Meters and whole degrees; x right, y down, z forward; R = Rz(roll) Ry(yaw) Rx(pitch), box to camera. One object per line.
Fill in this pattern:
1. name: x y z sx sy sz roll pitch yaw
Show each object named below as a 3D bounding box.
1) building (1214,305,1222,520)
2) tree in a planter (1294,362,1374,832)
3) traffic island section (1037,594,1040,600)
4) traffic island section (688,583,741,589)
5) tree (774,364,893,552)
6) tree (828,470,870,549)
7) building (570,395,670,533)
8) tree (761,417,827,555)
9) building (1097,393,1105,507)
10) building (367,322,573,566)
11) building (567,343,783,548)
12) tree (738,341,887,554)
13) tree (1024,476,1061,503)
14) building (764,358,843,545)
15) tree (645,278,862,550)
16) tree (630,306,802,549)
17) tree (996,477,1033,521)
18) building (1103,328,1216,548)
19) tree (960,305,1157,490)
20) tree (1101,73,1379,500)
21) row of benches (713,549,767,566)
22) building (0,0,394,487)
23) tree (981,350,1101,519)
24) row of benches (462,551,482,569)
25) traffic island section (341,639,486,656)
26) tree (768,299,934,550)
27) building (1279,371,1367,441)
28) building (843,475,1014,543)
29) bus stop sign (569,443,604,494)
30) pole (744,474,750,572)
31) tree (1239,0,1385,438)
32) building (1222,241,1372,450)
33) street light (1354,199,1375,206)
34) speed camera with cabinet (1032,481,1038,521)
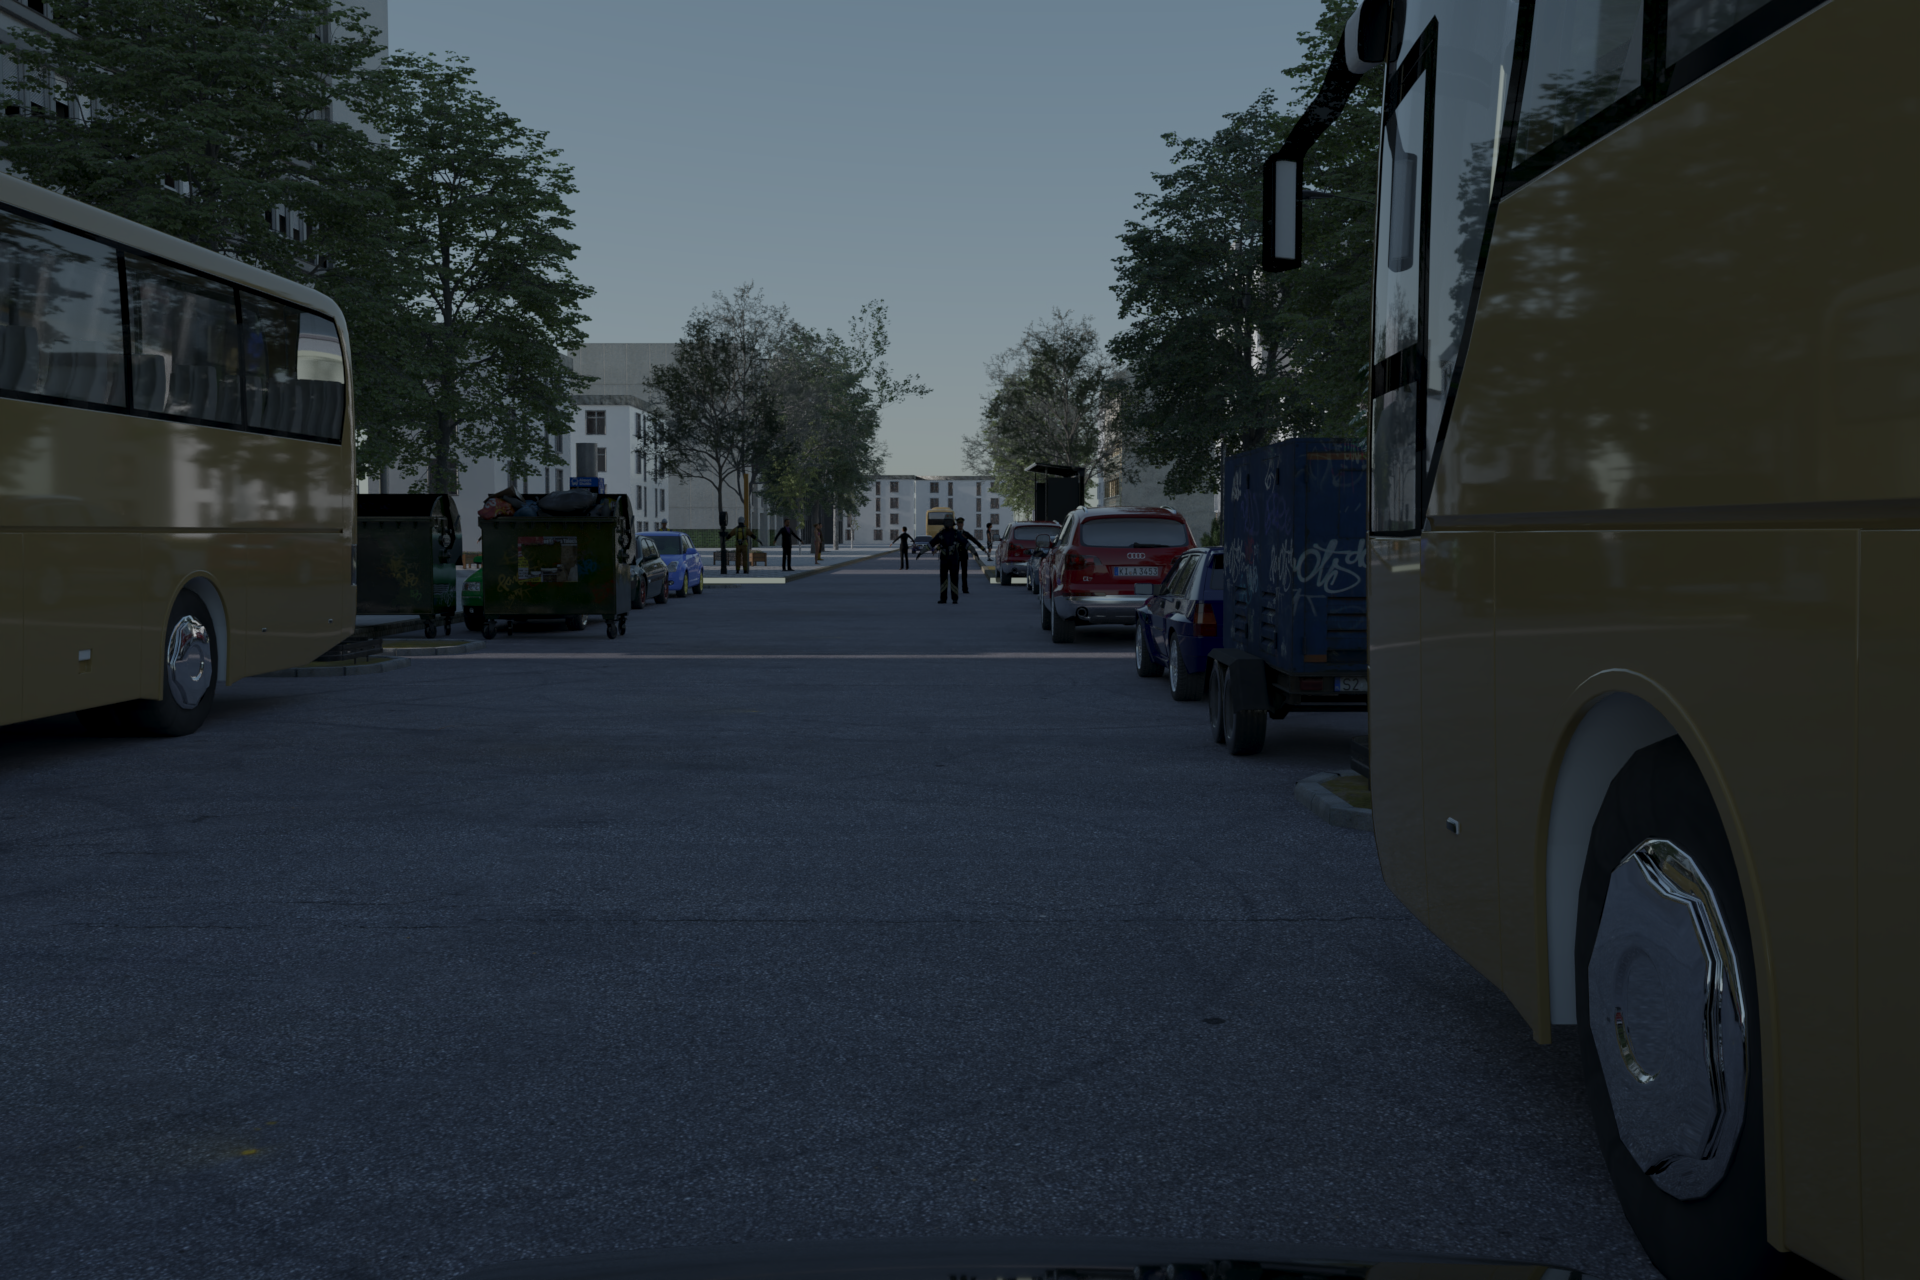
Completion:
1. building: 24.813 -16.887 132.522 16.016 20.090 11.380 0 3 0
2. tree in a planter: 2.809 -0.716 8.925 1.991 3.239 1.994 0 4 -1
3. traffic island section: 2.710 -0.941 38.248 1.991 0.108 1.994 0 4 0
4. traffic island section: -6.925 -1.446 46.516 1.991 0.108 1.994 0 3 0
5. tree: -9.899 -13.127 124.994 12.009 13.543 11.850 0 3 0
6. tree: -9.280 -12.312 151.658 4.360 8.622 3.978 0 3 0
7. building: -24.373 -10.792 118.591 9.099 9.664 28.070 0 4 0
8. tree: -10.043 -9.528 106.146 4.737 8.622 4.395 0 3 0
9. building: 23.069 -22.620 226.256 16.016 20.090 11.380 0 4 0
10. building: -23.019 -8.606 82.862 9.099 9.664 28.070 0 4 0
11. building: -27.966 -18.944 176.195 16.747 18.905 31.486 0 4 0
12. tree: -9.671 -12.680 113.976 9.857 13.997 8.962 0 3 0
13. tree: 5.918 -10.408 120.540 4.737 8.622 4.395 0 3 0
14. building: -29.627 -22.859 217.716 27.936 21.610 32.646 0 4 0
15. tree: -10.369 -10.624 84.076 12.009 13.543 11.850 0 3 0
16. tree: -10.111 -8.388 71.556 7.601 10.594 8.767 -1 4 -9
17. tree: 5.149 -12.570 155.880 4.360 8.622 3.978 0 3 0
18. building: 24.447 -20.928 173.107 19.493 23.208 18.063 0 4 0
19. tree: 5.578 -11.126 92.281 12.009 13.543 11.850 0 3 0
20. tree: 8.259 -8.721 49.242 9.857 13.997 8.962 0 3 0
21. row of benches: -8.927 -3.358 70.360 1.422 0.672 4.104 -2 4 -31
22. building: -29.438 -14.255 40.671 19.016 26.051 41.698 0 4 1
23. tree: 4.982 -11.498 106.113 7.486 12.596 7.792 0 3 0
24. row of benches: -18.025 -3.047 65.275 1.422 0.672 4.104 1 4 12
25. traffic island section: -6.945 0.097 21.276 1.991 0.108 1.994 0 4 0
26. tree: -8.710 -17.298 138.706 12.611 20.169 13.585 0 3 0
27. building: 22.305 -8.671 83.916 9.099 9.664 28.070 0 4 0
28. building: -6.281 -18.420 245.772 28.070 9.664 9.099 0 4 2
29. bus stop sign: -10.802 -3.743 50.212 0.837 3.901 0.837 0 4 0
30. pole: -7.207 -3.955 58.499 0.158 3.312 0.155 0 3 0
31. tree: 8.807 -6.907 31.054 7.486 12.596 7.792 0 3 0
32. building: 22.343 -15.688 112.921 16.016 20.090 11.380 0 4 0
33. street light: 6.248 -3.120 23.551 1.470 5.913 1.316 0 4 0
34. speed camera with cabinet: 3.034 -4.276 64.250 0.660 3.252 2.038 0 4 1
